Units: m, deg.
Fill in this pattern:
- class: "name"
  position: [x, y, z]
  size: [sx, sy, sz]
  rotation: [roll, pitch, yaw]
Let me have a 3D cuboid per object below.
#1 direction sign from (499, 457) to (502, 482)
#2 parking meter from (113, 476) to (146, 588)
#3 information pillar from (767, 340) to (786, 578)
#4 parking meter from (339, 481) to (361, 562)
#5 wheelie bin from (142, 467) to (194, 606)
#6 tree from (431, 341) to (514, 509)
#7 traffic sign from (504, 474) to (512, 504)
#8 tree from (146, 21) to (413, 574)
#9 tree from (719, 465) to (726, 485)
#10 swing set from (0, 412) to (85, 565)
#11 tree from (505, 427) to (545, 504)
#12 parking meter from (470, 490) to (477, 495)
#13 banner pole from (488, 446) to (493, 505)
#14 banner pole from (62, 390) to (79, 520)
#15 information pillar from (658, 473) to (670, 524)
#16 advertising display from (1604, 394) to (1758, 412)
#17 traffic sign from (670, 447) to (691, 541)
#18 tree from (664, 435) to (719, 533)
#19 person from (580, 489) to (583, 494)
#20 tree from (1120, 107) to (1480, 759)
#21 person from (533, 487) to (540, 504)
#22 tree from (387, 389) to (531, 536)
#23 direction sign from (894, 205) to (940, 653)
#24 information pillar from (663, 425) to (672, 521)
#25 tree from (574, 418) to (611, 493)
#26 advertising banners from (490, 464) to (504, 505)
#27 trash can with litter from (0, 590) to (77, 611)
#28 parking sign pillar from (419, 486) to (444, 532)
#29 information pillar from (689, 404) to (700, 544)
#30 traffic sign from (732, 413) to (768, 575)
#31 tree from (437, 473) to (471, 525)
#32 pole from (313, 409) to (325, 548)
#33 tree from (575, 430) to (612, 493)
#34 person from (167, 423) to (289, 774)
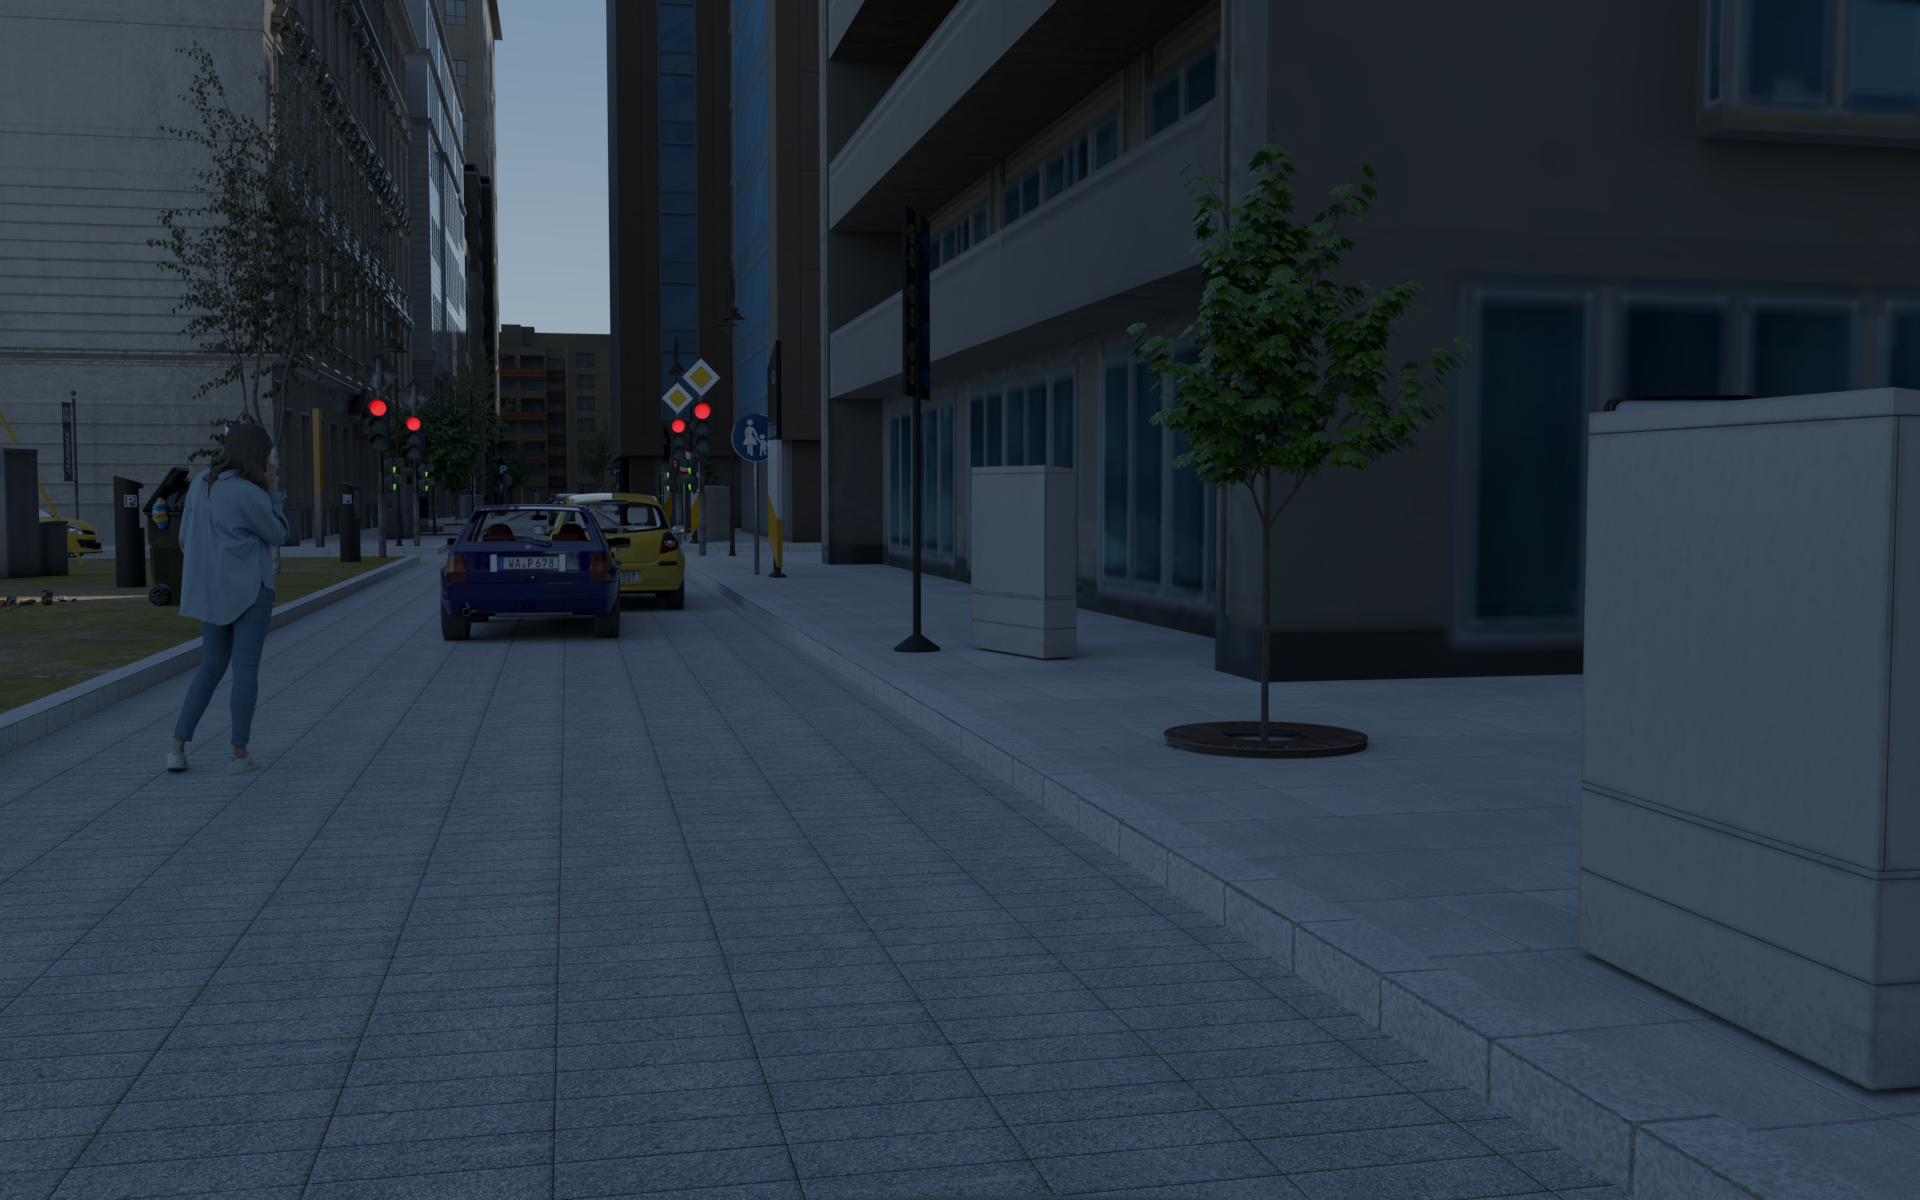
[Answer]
- class: "direction sign"
  position: [-28.190, -6.992, 106.311]
  size: [0.379, 3.537, 0.876]
  rotation: [-1, 4, -23]
- class: "parking meter"
  position: [-11.431, -0.944, 23.848]
  size: [0.372, 1.533, 0.369]
  rotation: [0, 3, 0]
- class: "information pillar"
  position: [-2.841, -2.156, 26.606]
  size: [0.183, 3.616, 0.504]
  rotation: [-1, 4, -23]
- class: "parking meter"
  position: [-11.552, -1.491, 32.788]
  size: [0.372, 1.533, 0.369]
  rotation: [0, 3, 0]
- class: "wheelie bin"
  position: [-9.058, -0.750, 20.171]
  size: [0.693, 1.594, 0.980]
  rotation: [-1, 4, -10]
- class: "tree"
  position: [-23.564, -8.151, 83.626]
  size: [4.737, 8.622, 4.395]
  rotation: [0, 3, 0]
- class: "traffic sign"
  position: [-29.075, -6.782, 110.993]
  size: [0.768, 2.556, 0.104]
  rotation: [-1, 4, -11]
- class: "tree"
  position: [-10.980, -4.734, 27.770]
  size: [4.360, 8.622, 3.978]
  rotation: [0, 3, 0]
- class: "tree"
  position: [-8.876, -3.975, 59.592]
  size: [1.663, 3.219, 1.824]
  rotation: [0, 3, 0]
- class: "swing set"
  position: [-17.837, -2.073, 31.517]
  size: [2.862, 2.851, 3.119]
  rotation: [-3, 4, -37]
- class: "tree"
  position: [-48.067, -14.713, 190.912]
  size: [4.360, 8.622, 3.978]
  rotation: [0, 3, 0]
- class: "parking meter"
  position: [-27.197, -5.414, 96.936]
  size: [0.372, 1.533, 0.369]
  rotation: [0, 3, 0]
- class: "banner pole"
  position: [-24.710, -6.188, 91.187]
  size: [0.401, 3.779, 0.863]
  rotation: [-2, 4, -30]
- class: "banner pole"
  position: [-21.383, -3.159, 41.674]
  size: [0.401, 3.779, 0.863]
  rotation: [0, 4, -3]
- class: "information pillar"
  position: [-10.382, -3.445, 60.818]
  size: [0.304, 2.012, 0.304]
  rotation: [-2, 4, -32]
- class: "advertising display"
  position: [4.706, -0.374, 11.335]
  size: [0.974, 1.923, 0.123]
  rotation: [0, 4, 3]
- class: "traffic sign"
  position: [-7.499, -2.878, 47.162]
  size: [0.768, 2.556, 0.104]
  rotation: [0, 4, -7]
- class: "tree"
  position: [-8.974, -3.825, 57.137]
  size: [1.663, 3.219, 1.824]
  rotation: [0, 3, 0]
- class: "person"
  position: [-29.770, -7.813, 136.174]
  size: [0.705, 1.831, 1.348]
  rotation: [-1, 4, -21]
- class: "tree"
  position: [1.462, -0.863, 8.714]
  size: [1.663, 3.219, 1.824]
  rotation: [0, 3, 0]
- class: "person"
  position: [-23.748, -5.428, 97.258]
  size: [0.388, 1.821, 0.555]
  rotation: [0, 4, -8]
- class: "tree"
  position: [-16.425, -4.306, 54.115]
  size: [4.285, 4.588, 4.351]
  rotation: [0, 3, 0]
- class: "direction sign"
  position: [-0.352, -1.351, 14.083]
  size: [0.379, 3.537, 0.876]
  rotation: [1, 4, 11]
- class: "information pillar"
  position: [-9.877, -4.106, 58.492]
  size: [0.183, 3.616, 0.504]
  rotation: [-2, 4, -32]
- class: "tree"
  position: [-34.742, -13.240, 166.831]
  size: [4.737, 8.622, 4.395]
  rotation: [0, 3, 0]
- class: "advertising banners"
  position: [-26.814, -6.361, 100.183]
  size: [0.090, 3.025, 2.074]
  rotation: [0, 4, 6]
- class: "trash can with litter"
  position: [-10.972, -0.541, 19.897]
  size: [1.678, 1.210, 2.233]
  rotation: [1, 4, 17]
- class: "parking sign pillar"
  position: [-18.308, -4.299, 58.769]
  size: [1.447, 3.967, 1.447]
  rotation: [-1, 4, -21]
- class: "information pillar"
  position: [-6.834, -3.270, 44.815]
  size: [0.183, 3.616, 0.504]
  rotation: [-2, 4, -35]
- class: "traffic sign"
  position: [-3.223, -1.671, 27.425]
  size: [0.768, 2.556, 0.104]
  rotation: [0, 4, -7]
- class: "tree"
  position: [-20.945, -4.697, 71.397]
  size: [1.663, 3.219, 1.824]
  rotation: [0, 3, 0]
- class: "pole"
  position: [-15.325, -2.908, 41.382]
  size: [0.158, 3.312, 0.155]
  rotation: [0, 3, 0]
- class: "tree"
  position: [-40.345, -14.837, 192.954]
  size: [4.360, 8.622, 3.978]
  rotation: [0, 3, 0]
- class: "person"
  position: [-3.783, -0.008, 8.903]
  size: [0.793, 1.790, 0.793]
  rotation: [-1, 4, -10]
